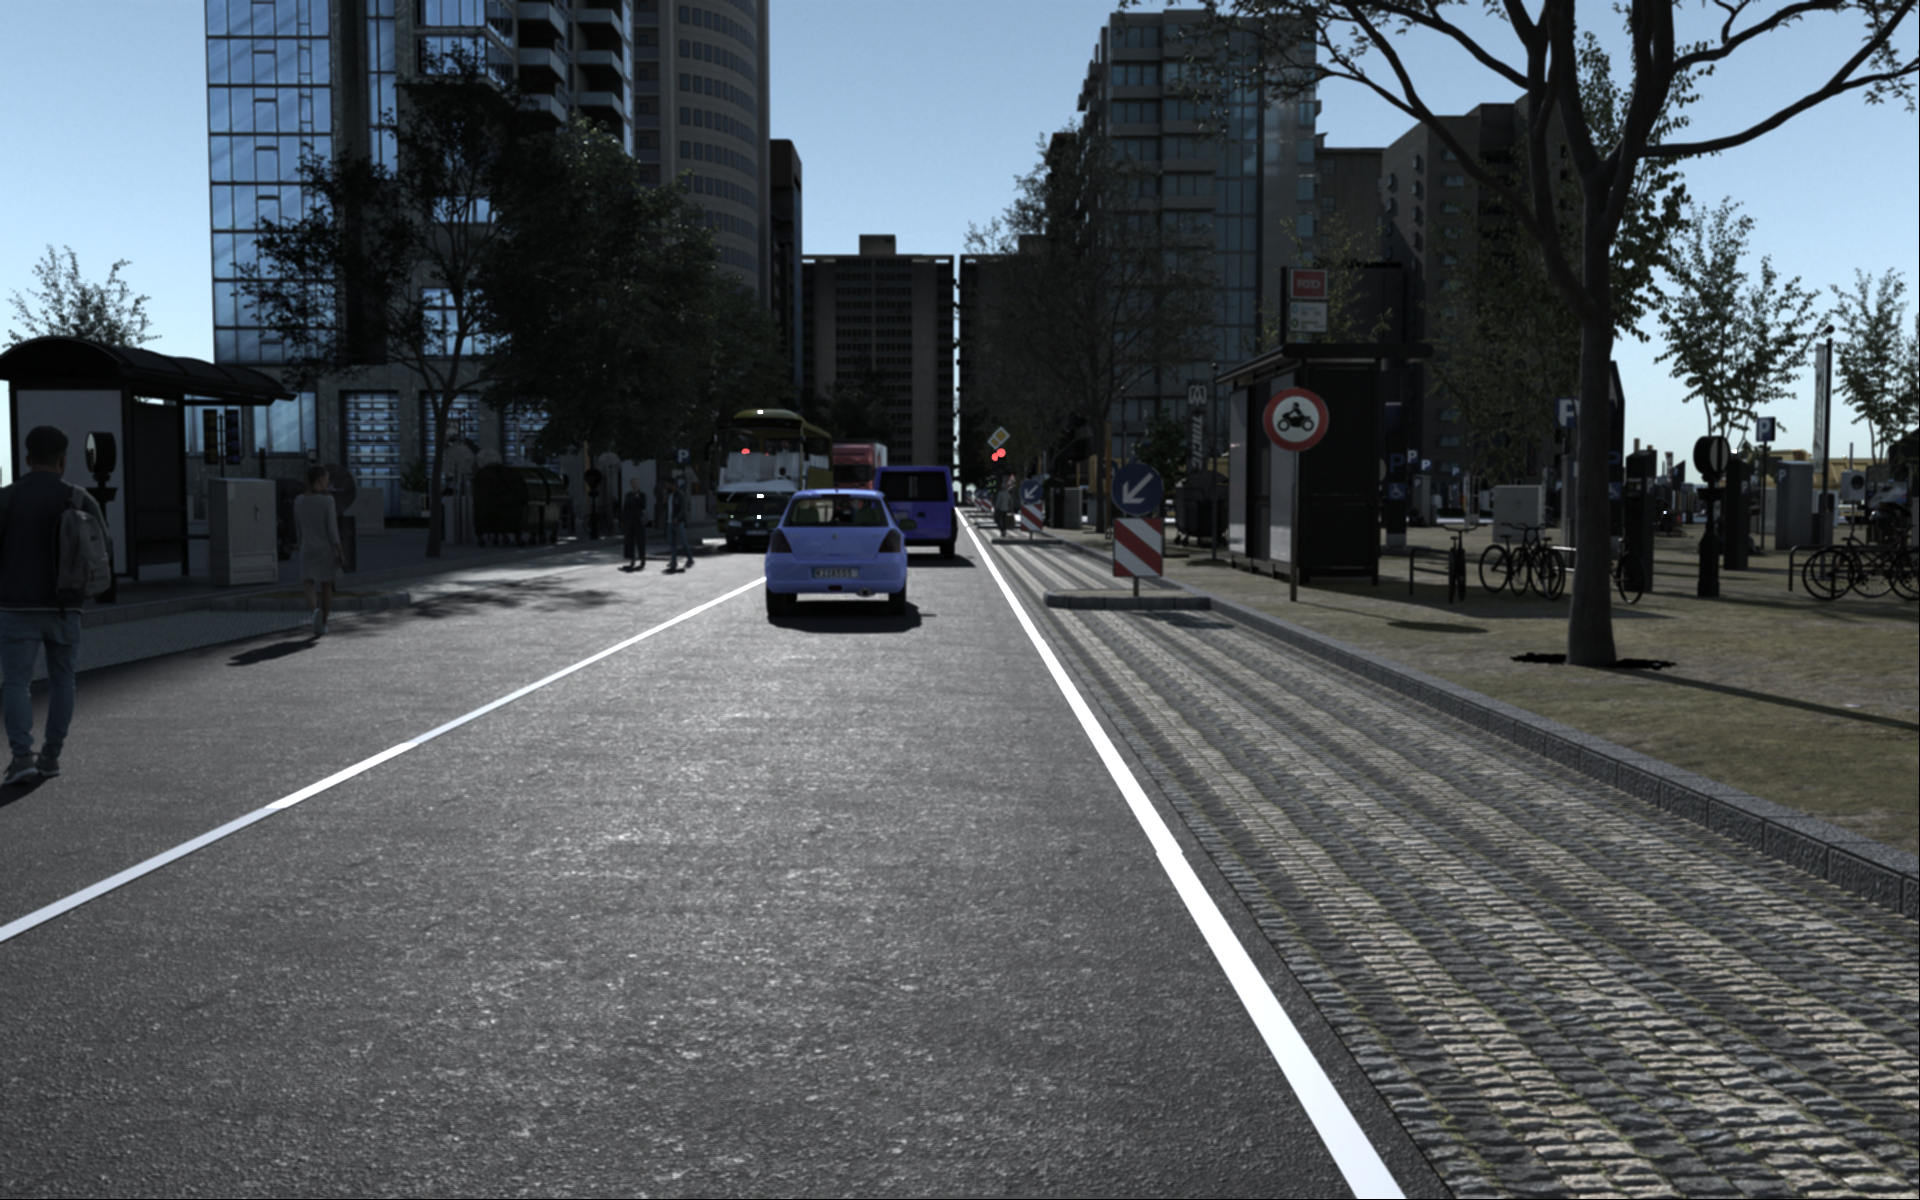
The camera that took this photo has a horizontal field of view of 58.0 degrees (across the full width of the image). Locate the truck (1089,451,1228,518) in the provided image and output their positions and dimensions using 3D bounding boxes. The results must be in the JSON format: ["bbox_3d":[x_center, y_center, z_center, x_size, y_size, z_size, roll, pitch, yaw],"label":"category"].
[{"bbox_3d":[10.546,-4.852,75.255,9.791,3.379,3.469,0,4,2],"label":"truck"}]

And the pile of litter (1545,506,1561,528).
[{"bbox_3d":[22.526,-3.158,65.595,1.176,0.858,1.719,3,4,36],"label":"pile of litter"}]

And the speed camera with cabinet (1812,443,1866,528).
[{"bbox_3d":[33.568,-4.403,66.332,2.038,3.252,0.660,0,4,-6],"label":"speed camera with cabinet"}]

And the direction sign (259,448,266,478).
[{"bbox_3d":[-34.142,-5.679,84.841,0.379,3.537,0.876,0,4,-6],"label":"direction sign"}]

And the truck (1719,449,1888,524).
[{"bbox_3d":[37.716,-4.905,76.119,9.791,3.379,3.469,0,3,0],"label":"truck"}]

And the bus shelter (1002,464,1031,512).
[{"bbox_3d":[3.724,-7.622,118.535,2.014,3.302,5.546,0,4,0],"label":"bus shelter"}]

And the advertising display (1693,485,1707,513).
[{"bbox_3d":[50.306,-6.888,117.827,0.974,1.923,0.123,0,4,-2],"label":"advertising display"}]

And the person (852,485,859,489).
[{"bbox_3d":[-3.539,-3.098,59.743,0.643,1.750,0.593,0,4,2],"label":"person"}]

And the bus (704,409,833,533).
[{"bbox_3d":[-5.617,-3.803,53.730,2.896,3.916,12.252,0,4,0],"label":"bus"}]

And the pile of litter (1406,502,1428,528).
[{"bbox_3d":[17.302,-3.230,66.780,1.719,0.858,1.176,0,4,-6],"label":"pile of litter"}]

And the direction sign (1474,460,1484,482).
[{"bbox_3d":[34.926,-7.621,116.598,0.876,3.537,0.379,-2,4,-33],"label":"direction sign"}]

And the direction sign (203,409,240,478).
[{"bbox_3d":[-19.723,-3.322,46.316,0.876,3.537,0.379,-1,4,-22],"label":"direction sign"}]

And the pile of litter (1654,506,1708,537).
[{"bbox_3d":[21.011,-2.286,51.342,1.176,0.858,1.719,-3,5,-40],"label":"pile of litter"}]

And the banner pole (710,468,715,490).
[{"bbox_3d":[-19.238,-8.905,135.610,0.863,3.779,0.401,1,4,18],"label":"banner pole"}]

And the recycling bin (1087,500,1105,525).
[{"bbox_3d":[5.702,-3.575,71.010,0.722,1.027,0.722,-3,5,-45],"label":"recycling bin"}]

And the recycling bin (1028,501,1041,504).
[{"bbox_3d":[3.757,-4.492,86.001,0.722,1.027,0.722,0,4,-4],"label":"recycling bin"}]

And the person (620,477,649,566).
[{"bbox_3d":[-6.556,-1.588,34.880,0.576,1.772,0.534,0,4,-7],"label":"person"}]

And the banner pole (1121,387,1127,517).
[{"bbox_3d":[3.839,-3.088,40.503,0.401,3.779,0.863,0,4,-1],"label":"banner pole"}]

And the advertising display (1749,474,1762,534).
[{"bbox_3d":[25.263,-3.092,55.773,0.974,1.923,0.123,1,4,10],"label":"advertising display"}]

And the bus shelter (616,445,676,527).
[{"bbox_3d":[-12.422,-4.601,69.153,2.014,3.302,5.546,0,4,0],"label":"bus shelter"}]

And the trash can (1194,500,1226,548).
[{"bbox_3d":[5.969,-1.816,41.353,0.748,1.137,0.748,0,3,0],"label":"trash can"}]

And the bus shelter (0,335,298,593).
[{"bbox_3d":[-11.530,-1.894,24.886,2.014,3.302,5.546,0,4,0],"label":"bus shelter"}]

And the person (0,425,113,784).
[{"bbox_3d":[-4.640,0.005,8.764,0.721,1.781,0.623,3,5,40],"label":"person"}]

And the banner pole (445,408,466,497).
[{"bbox_3d":[-14.567,-3.683,50.229,0.863,3.779,0.401,-3,5,-43],"label":"banner pole"}]

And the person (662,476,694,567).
[{"bbox_3d":[-5.615,-1.550,34.190,0.623,1.781,0.721,2,4,31],"label":"person"}]

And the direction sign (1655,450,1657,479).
[{"bbox_3d":[35.393,-5.930,88.947,0.876,3.537,0.379,-1,4,-19],"label":"direction sign"}]

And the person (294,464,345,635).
[{"bbox_3d":[-6.490,-0.509,17.567,0.466,1.731,0.760,-2,4,-27],"label":"person"}]

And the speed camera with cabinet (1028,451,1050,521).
[{"bbox_3d":[4.179,-5.275,80.575,0.660,3.252,2.038,3,5,40],"label":"speed camera with cabinet"}]

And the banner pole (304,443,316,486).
[{"bbox_3d":[-31.788,-5.789,84.670,0.401,3.779,0.863,2,4,34],"label":"banner pole"}]

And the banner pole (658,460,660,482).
[{"bbox_3d":[-14.621,-5.638,82.199,0.863,3.779,0.401,-1,4,-21],"label":"banner pole"}]

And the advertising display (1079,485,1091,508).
[{"bbox_3d":[8.910,-7.247,123.706,0.974,1.923,0.123,2,4,30],"label":"advertising display"}]

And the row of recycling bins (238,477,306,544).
[{"bbox_3d":[-17.749,-2.288,44.524,1.069,1.692,3.534,0,4,3],"label":"row of recycling bins"}]

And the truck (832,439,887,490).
[{"bbox_3d":[-5.358,-6.185,90.037,2.839,4.237,11.283,0,4,1],"label":"truck"}]

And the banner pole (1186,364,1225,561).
[{"bbox_3d":[4.698,-2.647,33.296,0.863,3.779,0.401,-1,4,-20],"label":"banner pole"}]

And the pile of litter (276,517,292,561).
[{"bbox_3d":[-13.521,-1.189,33.401,1.176,0.858,1.719,0,4,7],"label":"pile of litter"}]

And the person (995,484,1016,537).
[{"bbox_3d":[1.539,-2.998,58.010,0.782,1.767,0.515,-3,5,-42],"label":"person"}]

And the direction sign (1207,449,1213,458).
[{"bbox_3d":[12.418,-5.787,86.620,0.876,3.537,0.379,1,4,18],"label":"direction sign"}]

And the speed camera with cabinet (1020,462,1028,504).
[{"bbox_3d":[4.656,-6.717,104.155,2.038,3.252,0.660,1,4,16],"label":"speed camera with cabinet"}]

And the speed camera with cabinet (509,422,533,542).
[{"bbox_3d":[-11.841,-3.219,46.965,0.660,3.252,2.038,-1,4,-9],"label":"speed camera with cabinet"}]

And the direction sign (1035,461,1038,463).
[{"bbox_3d":[5.273,-7.828,119.989,0.379,3.537,0.876,1,4,19],"label":"direction sign"}]

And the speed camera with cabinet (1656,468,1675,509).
[{"bbox_3d":[35.088,-5.614,86.118,0.660,3.252,2.038,2,4,32],"label":"speed camera with cabinet"}]

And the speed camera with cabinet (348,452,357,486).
[{"bbox_3d":[-29.186,-5.284,80.735,2.038,3.252,0.660,-1,4,-16],"label":"speed camera with cabinet"}]

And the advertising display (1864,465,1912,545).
[{"bbox_3d":[20.597,-2.033,38.460,0.123,1.923,0.974,-2,4,-33],"label":"advertising display"}]

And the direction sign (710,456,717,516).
[{"bbox_3d":[-14.309,-6.759,102.503,0.876,3.537,0.379,-1,4,-12],"label":"direction sign"}]

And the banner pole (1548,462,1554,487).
[{"bbox_3d":[46.461,-8.949,136.336,0.401,3.779,0.863,-1,4,-15],"label":"banner pole"}]

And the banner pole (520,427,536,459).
[{"bbox_3d":[-16.193,-4.566,64.669,0.863,3.779,0.401,1,4,11],"label":"banner pole"}]

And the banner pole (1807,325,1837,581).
[{"bbox_3d":[12.708,-2.173,25.549,0.401,3.779,0.863,3,5,42],"label":"banner pole"}]

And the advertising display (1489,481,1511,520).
[{"bbox_3d":[26.171,-4.816,83.959,0.974,1.923,0.123,3,4,36],"label":"advertising display"}]

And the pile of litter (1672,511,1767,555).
[{"bbox_3d":[16.262,-1.405,36.935,1.719,0.858,1.176,2,4,31],"label":"pile of litter"}]

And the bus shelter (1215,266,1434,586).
[{"bbox_3d":[5.491,-3.100,28.319,2.179,5.291,8.768,0,4,0],"label":"bus shelter"}]

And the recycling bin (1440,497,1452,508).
[{"bbox_3d":[42.252,-8.438,150.523,0.722,1.027,0.722,-3,4,-36],"label":"recycling bin"}]
